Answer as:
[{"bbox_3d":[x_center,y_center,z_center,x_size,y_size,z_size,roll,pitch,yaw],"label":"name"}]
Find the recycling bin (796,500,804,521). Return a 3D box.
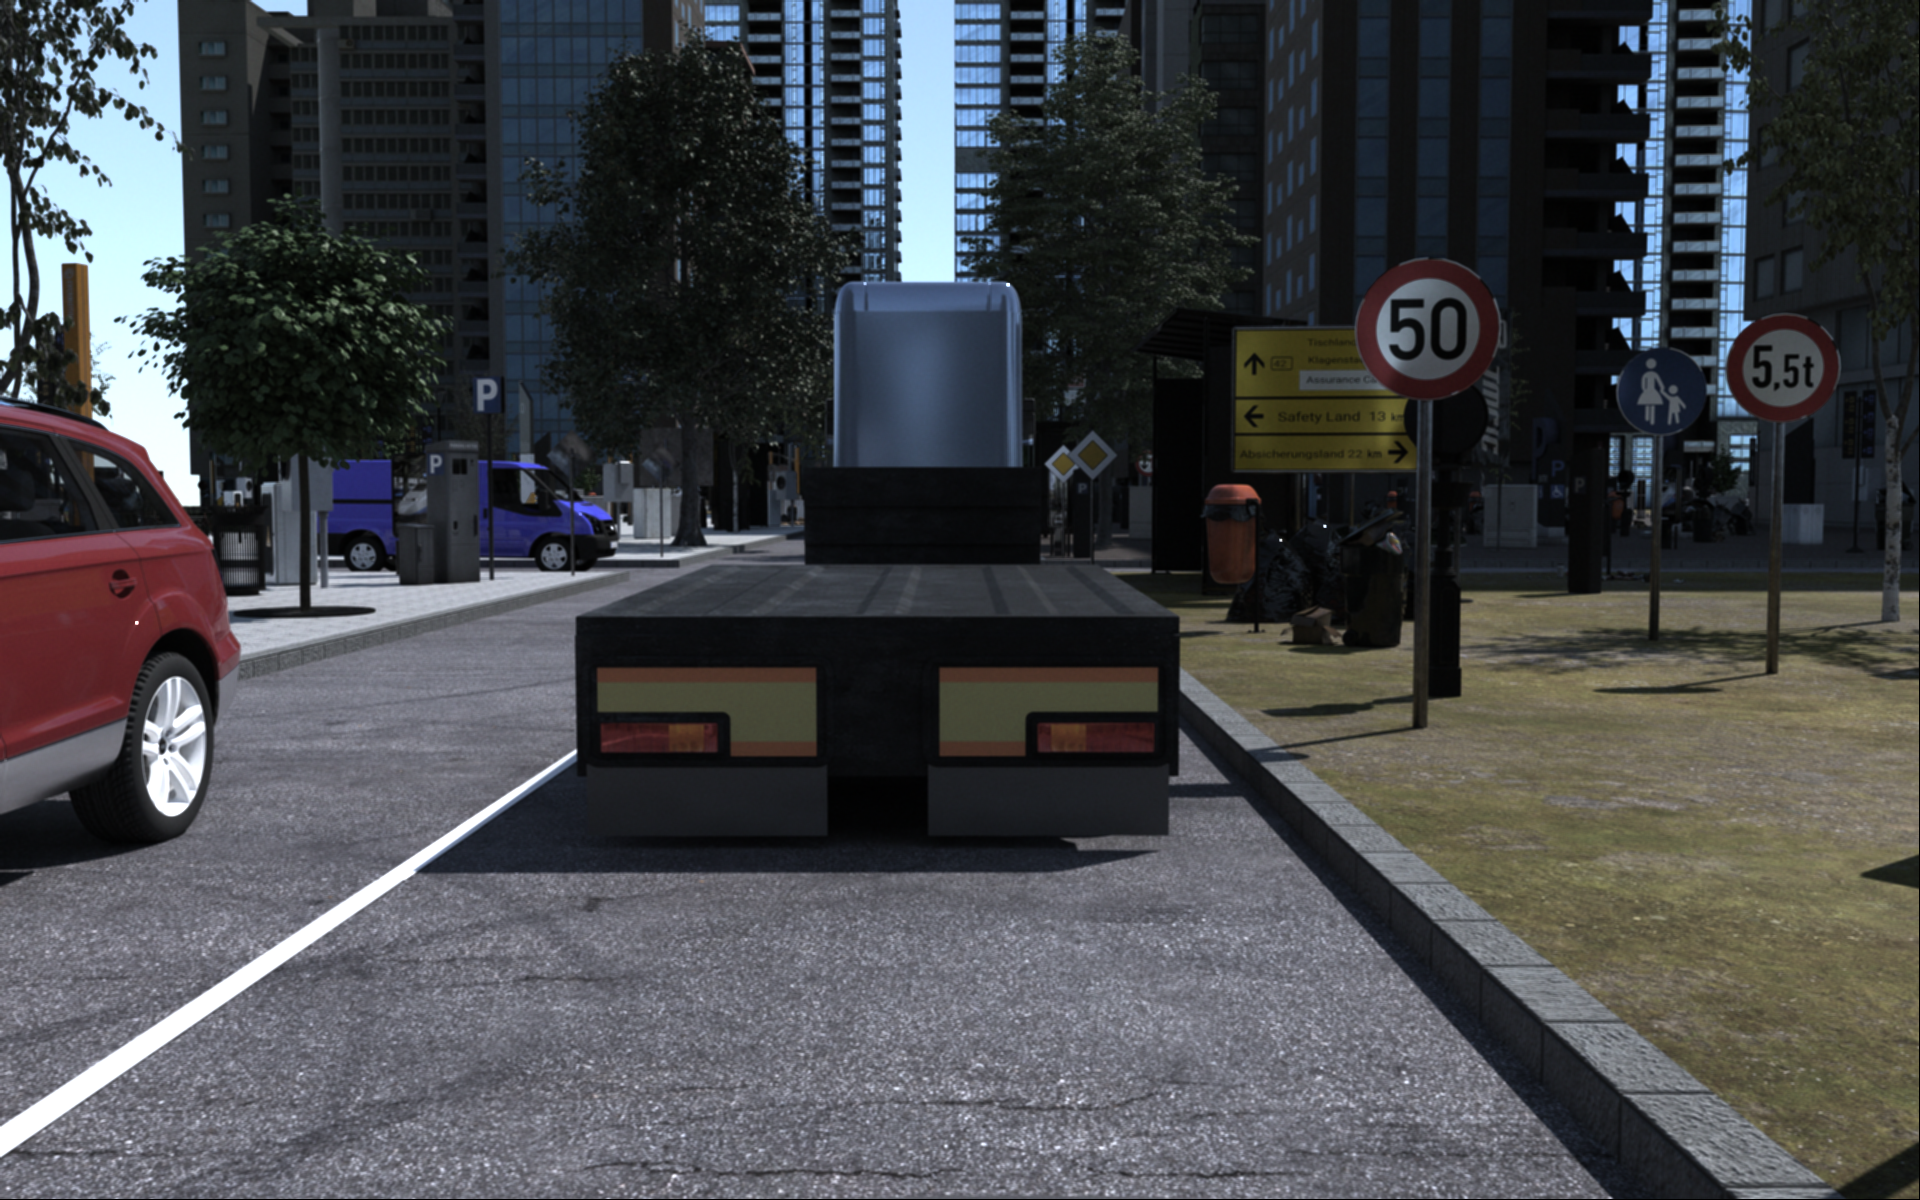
[{"bbox_3d":[-6.525,-3.749,73.851,0.722,1.027,0.722,2,4,30],"label":"recycling bin"}]

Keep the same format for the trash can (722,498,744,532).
[{"bbox_3d":[-7.686,-2.876,58.681,0.748,1.137,0.748,0,3,0],"label":"trash can"}]

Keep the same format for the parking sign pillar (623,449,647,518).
[{"bbox_3d":[-16.590,-6.149,89.000,1.447,3.967,1.447,1,4,22],"label":"parking sign pillar"}]

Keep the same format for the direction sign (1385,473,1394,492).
[{"bbox_3d":[17.452,-4.793,70.359,0.379,3.537,0.876,2,4,35],"label":"direction sign"}]

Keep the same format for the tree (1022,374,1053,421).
[{"bbox_3d":[3.491,-9.464,105.105,4.737,8.622,4.395,0,3,0],"label":"tree"}]

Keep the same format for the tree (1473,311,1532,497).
[{"bbox_3d":[20.043,-7.114,66.674,4.737,8.622,4.395,0,3,0],"label":"tree"}]

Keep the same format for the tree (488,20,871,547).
[{"bbox_3d":[-6.694,-7.677,42.527,9.611,12.733,9.660,0,3,0],"label":"tree"}]

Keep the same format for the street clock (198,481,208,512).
[{"bbox_3d":[-41.160,-5.482,94.202,0.471,2.002,0.358,0,4,-5],"label":"street clock"}]

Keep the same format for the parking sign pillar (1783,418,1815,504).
[{"bbox_3d":[29.699,-4.478,61.681,1.447,3.967,1.447,-3,5,-43],"label":"parking sign pillar"}]

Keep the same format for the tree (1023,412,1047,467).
[{"bbox_3d":[2.921,-5.055,66.362,4.285,4.588,4.351,0,3,0],"label":"tree"}]

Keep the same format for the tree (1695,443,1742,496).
[{"bbox_3d":[28.766,-4.347,65.681,1.663,3.219,1.824,0,3,0],"label":"tree"}]

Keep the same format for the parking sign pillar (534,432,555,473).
[{"bbox_3d":[-18.243,-5.309,75.274,1.447,3.967,1.447,2,4,24],"label":"parking sign pillar"}]

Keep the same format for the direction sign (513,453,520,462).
[{"bbox_3d":[-24.267,-6.290,94.837,0.379,3.537,0.876,1,4,15],"label":"direction sign"}]

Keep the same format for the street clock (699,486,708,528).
[{"bbox_3d":[-9.766,-3.751,65.906,0.471,2.002,0.358,3,5,44],"label":"street clock"}]

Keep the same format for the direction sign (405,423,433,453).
[{"bbox_3d":[-17.136,-3.848,54.910,0.876,3.537,0.379,-3,4,-37],"label":"direction sign"}]

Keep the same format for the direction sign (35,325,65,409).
[{"bbox_3d":[-12.218,-1.922,23.416,0.876,3.537,0.379,3,4,36],"label":"direction sign"}]

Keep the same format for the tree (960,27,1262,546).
[{"bbox_3d":[3.585,-7.658,43.337,7.486,12.596,7.792,0,3,0],"label":"tree"}]

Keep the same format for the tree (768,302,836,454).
[{"bbox_3d":[-6.477,-11.799,103.291,12.009,13.543,11.850,0,3,0],"label":"tree"}]

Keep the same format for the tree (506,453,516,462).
[{"bbox_3d":[-20.978,-5.291,81.117,1.663,3.219,1.824,0,3,0],"label":"tree"}]

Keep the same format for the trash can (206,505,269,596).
[{"bbox_3d":[-9.150,-0.632,21.981,0.748,1.137,0.748,0,3,0],"label":"trash can"}]

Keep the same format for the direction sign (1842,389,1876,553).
[{"bbox_3d":[19.667,-2.810,37.948,0.379,3.537,0.876,-1,4,-16],"label":"direction sign"}]

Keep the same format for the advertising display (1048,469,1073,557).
[{"bbox_3d":[2.065,-1.865,35.715,0.123,1.923,0.974,-1,4,-21],"label":"advertising display"}]

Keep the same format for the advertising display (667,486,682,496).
[{"bbox_3d":[-13.904,-4.897,85.275,0.974,1.923,0.123,1,4,17],"label":"advertising display"}]

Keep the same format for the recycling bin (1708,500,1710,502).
[{"bbox_3d":[30.977,-3.644,72.133,0.722,1.027,0.722,0,4,-6],"label":"recycling bin"}]

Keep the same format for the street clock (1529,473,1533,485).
[{"bbox_3d":[19.775,-3.379,59.815,0.358,2.002,0.471,1,4,23],"label":"street clock"}]

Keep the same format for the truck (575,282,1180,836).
[{"bbox_3d":[-0.378,-1.617,16.196,2.967,4.110,18.799,0,4,0],"label":"truck"}]

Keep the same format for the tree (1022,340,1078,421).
[{"bbox_3d":[3.173,-12.796,119.586,12.009,13.543,11.850,0,3,0],"label":"tree"}]

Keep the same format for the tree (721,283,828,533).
[{"bbox_3d":[-7.064,-6.473,56.204,4.737,8.622,4.395,0,3,0],"label":"tree"}]

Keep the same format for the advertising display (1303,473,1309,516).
[{"bbox_3d":[10.364,-2.912,52.825,0.123,1.923,0.974,-1,4,-15],"label":"advertising display"}]

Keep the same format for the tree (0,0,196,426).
[{"bbox_3d":[-6.995,-3.774,12.061,4.360,8.622,3.978,0,3,0],"label":"tree"}]

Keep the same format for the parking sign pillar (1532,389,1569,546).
[{"bbox_3d":[14.883,-3.381,43.747,1.447,3.967,1.447,0,4,0],"label":"parking sign pillar"}]

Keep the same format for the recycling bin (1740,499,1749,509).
[{"bbox_3d":[41.656,-4.881,92.359,0.722,1.027,0.722,3,5,43],"label":"recycling bin"}]

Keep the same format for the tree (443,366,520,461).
[{"bbox_3d":[-27.779,-9.174,100.353,4.360,8.622,3.978,0,3,0],"label":"tree"}]

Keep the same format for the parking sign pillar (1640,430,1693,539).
[{"bbox_3d":[20.506,-3.773,50.165,1.447,3.967,1.447,0,4,3],"label":"parking sign pillar"}]

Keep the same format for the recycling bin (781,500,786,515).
[{"bbox_3d":[-8.187,-3.983,77.680,0.722,1.027,0.722,-1,4,-13],"label":"recycling bin"}]

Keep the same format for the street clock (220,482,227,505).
[{"bbox_3d":[-42.785,-5.877,100.659,0.471,2.002,0.358,3,5,44],"label":"street clock"}]

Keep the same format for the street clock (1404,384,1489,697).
[{"bbox_3d":[3.069,-0.393,10.989,0.471,2.002,0.358,0,4,-7],"label":"street clock"}]

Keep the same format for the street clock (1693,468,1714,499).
[{"bbox_3d":[20.360,-2.615,47.332,0.358,2.002,0.471,0,4,-1],"label":"street clock"}]

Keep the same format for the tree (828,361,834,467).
[{"bbox_3d":[-6.488,-7.946,80.284,4.737,8.622,4.395,0,3,0],"label":"tree"}]

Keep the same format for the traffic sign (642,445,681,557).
[{"bbox_3d":[-6.053,-1.925,35.116,0.795,2.450,0.064,0,4,0],"label":"traffic sign"}]

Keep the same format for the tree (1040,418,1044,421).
[{"bbox_3d":[2.804,-13.968,145.392,9.611,12.733,9.660,0,3,0],"label":"tree"}]

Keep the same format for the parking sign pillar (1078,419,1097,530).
[{"bbox_3d":[4.203,-4.509,62.198,1.447,3.967,1.447,-2,4,-28],"label":"parking sign pillar"}]

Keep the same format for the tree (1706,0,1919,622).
[{"bbox_3d":[9.351,-4.075,16.994,4.737,8.622,4.395,0,3,0],"label":"tree"}]

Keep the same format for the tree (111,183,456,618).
[{"bbox_3d":[-7.114,-2.125,18.451,4.285,4.588,4.351,0,3,0],"label":"tree"}]

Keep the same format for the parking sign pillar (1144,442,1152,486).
[{"bbox_3d":[9.828,-6.123,88.591,1.447,3.967,1.447,-1,4,-10],"label":"parking sign pillar"}]

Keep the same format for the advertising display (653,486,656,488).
[{"bbox_3d":[-17.673,-5.809,100.190,0.123,1.923,0.974,-1,4,-16],"label":"advertising display"}]

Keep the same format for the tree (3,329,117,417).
[{"bbox_3d":[-36.761,-7.367,70.812,4.737,8.622,4.395,0,3,0],"label":"tree"}]

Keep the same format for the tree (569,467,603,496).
[{"bbox_3d":[-19.589,-5.847,90.196,1.663,3.219,1.824,0,3,0],"label":"tree"}]

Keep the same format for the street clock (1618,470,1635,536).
[{"bbox_3d":[20.205,-2.937,52.590,0.358,2.002,0.471,-1,4,-23],"label":"street clock"}]

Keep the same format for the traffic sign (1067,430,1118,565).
[{"bbox_3d":[2.070,-1.434,27.090,0.795,2.450,0.064,0,4,0],"label":"traffic sign"}]

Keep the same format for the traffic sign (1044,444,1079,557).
[{"bbox_3d":[2.091,-1.922,35.075,0.795,2.450,0.064,0,4,0],"label":"traffic sign"}]

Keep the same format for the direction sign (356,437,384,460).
[{"bbox_3d":[-19.658,-4.023,57.777,0.876,3.537,0.379,0,4,-8],"label":"direction sign"}]

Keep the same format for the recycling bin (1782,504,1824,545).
[{"bbox_3d":[21.301,-1.912,43.820,0.722,1.027,0.722,-1,4,-12],"label":"recycling bin"}]
